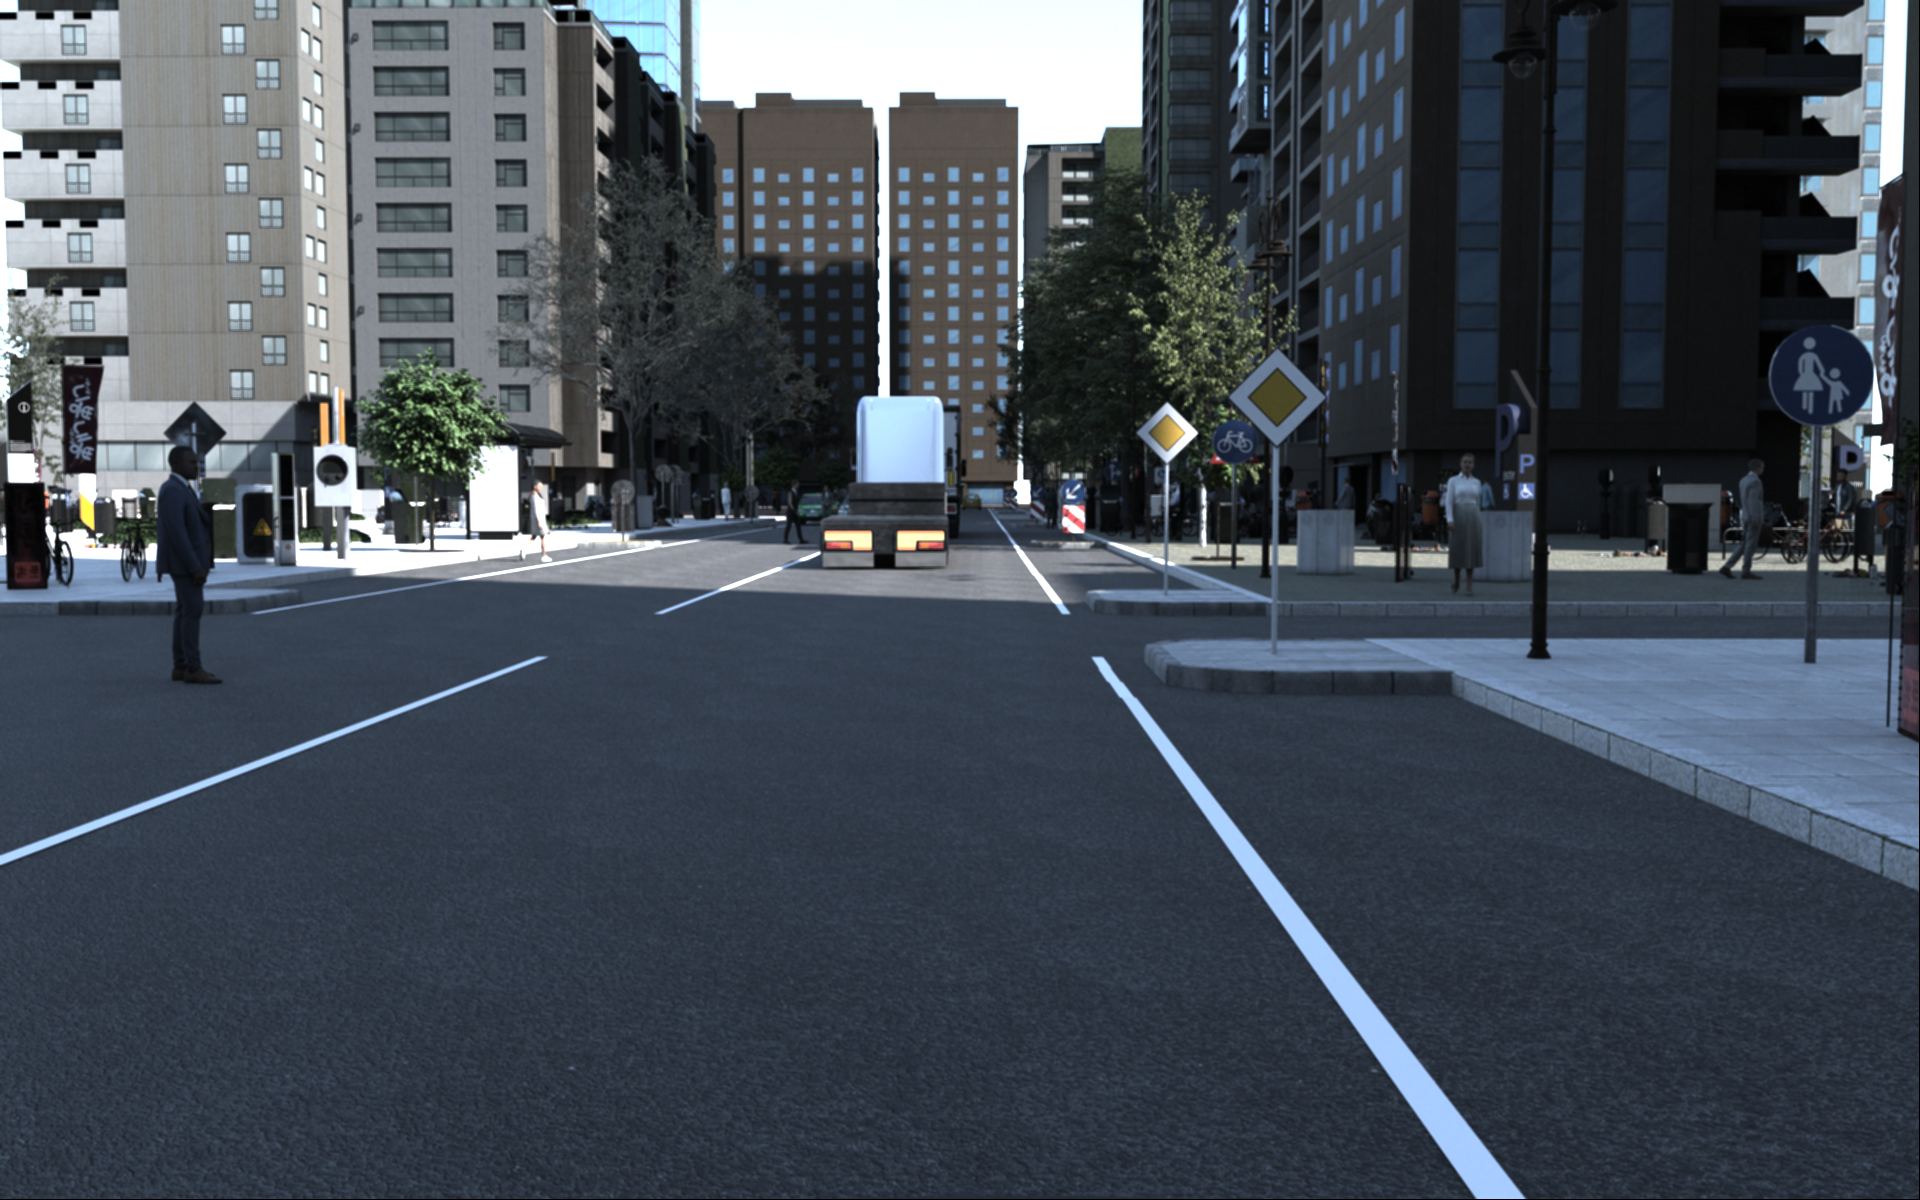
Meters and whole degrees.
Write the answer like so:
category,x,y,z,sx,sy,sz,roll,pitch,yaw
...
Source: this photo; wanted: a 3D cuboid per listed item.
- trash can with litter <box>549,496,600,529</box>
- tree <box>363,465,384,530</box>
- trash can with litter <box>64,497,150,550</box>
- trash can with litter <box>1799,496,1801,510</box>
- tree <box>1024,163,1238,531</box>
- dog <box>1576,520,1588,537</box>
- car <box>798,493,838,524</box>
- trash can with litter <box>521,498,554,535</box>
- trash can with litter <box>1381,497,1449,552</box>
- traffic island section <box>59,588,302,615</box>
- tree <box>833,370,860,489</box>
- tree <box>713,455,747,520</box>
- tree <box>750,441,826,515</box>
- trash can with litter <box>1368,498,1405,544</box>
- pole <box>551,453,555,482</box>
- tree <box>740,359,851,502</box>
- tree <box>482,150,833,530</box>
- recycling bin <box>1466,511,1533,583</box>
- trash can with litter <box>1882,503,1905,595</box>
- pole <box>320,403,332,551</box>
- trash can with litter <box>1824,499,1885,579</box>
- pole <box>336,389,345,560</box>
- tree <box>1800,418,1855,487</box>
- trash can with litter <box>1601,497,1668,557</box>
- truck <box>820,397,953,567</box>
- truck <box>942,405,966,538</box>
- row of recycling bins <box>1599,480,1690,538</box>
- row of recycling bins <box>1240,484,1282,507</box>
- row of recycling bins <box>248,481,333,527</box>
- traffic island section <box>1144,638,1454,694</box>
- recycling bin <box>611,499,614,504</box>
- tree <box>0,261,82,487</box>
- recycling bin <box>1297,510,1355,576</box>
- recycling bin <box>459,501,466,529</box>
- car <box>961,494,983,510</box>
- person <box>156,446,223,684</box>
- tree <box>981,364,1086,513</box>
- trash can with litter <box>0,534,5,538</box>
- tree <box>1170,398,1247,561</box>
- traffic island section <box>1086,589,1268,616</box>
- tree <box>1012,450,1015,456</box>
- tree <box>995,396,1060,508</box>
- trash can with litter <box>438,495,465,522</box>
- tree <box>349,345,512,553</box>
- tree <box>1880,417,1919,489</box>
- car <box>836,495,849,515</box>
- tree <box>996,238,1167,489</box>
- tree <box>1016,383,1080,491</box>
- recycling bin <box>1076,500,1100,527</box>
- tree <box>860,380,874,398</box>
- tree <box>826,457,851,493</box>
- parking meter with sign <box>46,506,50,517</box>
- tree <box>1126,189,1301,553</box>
category,x,y,z,sx,sy,sz,roll,pitch,yaw
trash can with litter,-14.324,-3.191,63.233,2.233,1.210,1.678,0,4,-1
tree,-20.180,-4.102,61.667,1.663,3.219,1.824,0,3,0
trash can with litter,-19.794,-1.813,40.698,2.233,1.210,1.678,0,4,6
trash can with litter,45.246,-5.066,94.210,1.055,1.170,0.624,1,4,20
tree,5.909,-8.688,60.173,7.486,12.596,7.792,0,3,0
dog,18.479,-2.113,51.386,0.406,0.507,0.540,-3,4,-38
car,-6.673,-4.392,80.610,1.959,1.807,4.718,0,4,0
trash can with litter,-13.327,-2.630,54.393,1.055,1.170,0.624,-2,4,-28
trash can with litter,10.435,-1.732,39.372,2.233,1.210,1.678,-2,4,-29
traffic island section,-9.699,0.018,21.990,2.009,0.180,2.903,0,4,1
tree,-12.059,-11.113,92.074,12.009,13.543,11.850,0,3,0
tree,-11.052,-5.524,84.921,1.663,3.219,1.824,0,3,0
tree,-11.054,-7.462,105.719,4.285,4.588,4.351,0,3,0
trash can with litter,10.948,-2.006,44.191,1.055,1.170,0.624,-3,4,-38
pole,-19.979,-5.580,85.071,0.158,3.312,0.155,0,3,0
tree,-11.119,-11.128,116.354,8.767,10.594,7.601,1,4,19
tree,-11.761,-9.290,62.261,12.009,13.543,11.850,0,3,0
recycling bin,7.937,-0.791,25.486,0.722,1.027,0.722,3,5,43
trash can with litter,12.152,-0.644,21.917,0.624,1.170,1.055,0,4,1
pole,-14.238,-2.755,38.879,0.158,3.312,0.155,0,3,0
trash can with litter,14.344,-0.970,26.914,2.233,1.210,1.678,-3,4,-38
pole,-12.118,-2.449,33.883,0.158,3.312,0.155,0,3,0
tree,35.414,-7.513,73.201,4.737,8.622,4.395,0,3,0
trash can with litter,14.062,-1.520,35.912,2.233,1.210,1.678,-2,4,-27
truck,-1.564,-3.195,41.990,2.967,4.110,18.799,0,4,-1
truck,-1.205,-4.350,60.029,2.839,4.237,11.283,0,4,0
row of recycling bins,20.084,-2.670,50.764,1.069,1.692,3.534,-1,4,-19
row of recycling bins,12.090,-3.993,72.392,3.534,1.692,1.069,0,4,0
row of recycling bins,-21.204,-2.832,53.412,3.534,1.692,1.069,-1,4,-19
traffic island section,2.560,0.514,13.874,2.009,0.180,2.903,0,4,1
recycling bin,-18.765,-5.065,95.363,0.722,1.027,0.722,1,4,12
tree,-29.366,-6.355,54.272,4.360,8.622,3.978,0,3,0
recycling bin,5.853,-0.927,27.707,0.722,1.027,0.722,2,4,33
recycling bin,-18.031,-3.133,63.774,0.722,1.027,0.722,-2,4,-25
car,1.056,-8.959,156.696,2.015,1.641,3.980,0,4,0
person,-5.933,-0.280,13.266,0.419,1.800,0.721,-2,4,-29
tree,5.383,-11.086,115.662,7.601,10.594,8.767,2,4,23
trash can with litter,-28.423,-2.375,49.896,1.678,1.210,2.233,1,4,21
tree,5.123,-2.397,33.786,1.663,3.219,1.824,0,3,0
traffic island section,2.642,0.026,21.859,2.009,0.180,2.903,0,4,1
tree,6.306,-11.468,137.871,4.360,8.622,3.978,0,3,0
tree,7.151,-14.522,163.183,9.928,11.665,9.643,0,3,0
trash can with litter,-24.050,-4.180,79.396,1.678,1.210,2.233,1,4,23
tree,-11.681,-3.340,38.330,4.285,4.588,4.351,0,3,0
tree,20.867,-2.619,37.418,1.663,3.219,1.824,0,3,0
car,-4.591,-4.159,79.792,2.131,1.459,4.920,0,4,2
tree,6.619,-10.976,86.116,9.857,13.997,8.962,0,3,0
tree,5.969,-9.356,103.340,4.360,8.622,3.978,0,3,0
recycling bin,5.025,-3.391,67.993,0.722,1.027,0.722,-3,4,-37
tree,-11.521,-16.014,172.192,12.009,13.543,11.850,0,3,0
tree,-11.326,-10.475,154.978,4.285,4.588,4.351,0,3,0
parking meter with sign,-50.752,-6.014,94.594,1.738,3.016,0.543,-2,4,-24
tree,5.953,-5.595,41.844,4.737,8.622,4.395,0,3,0
